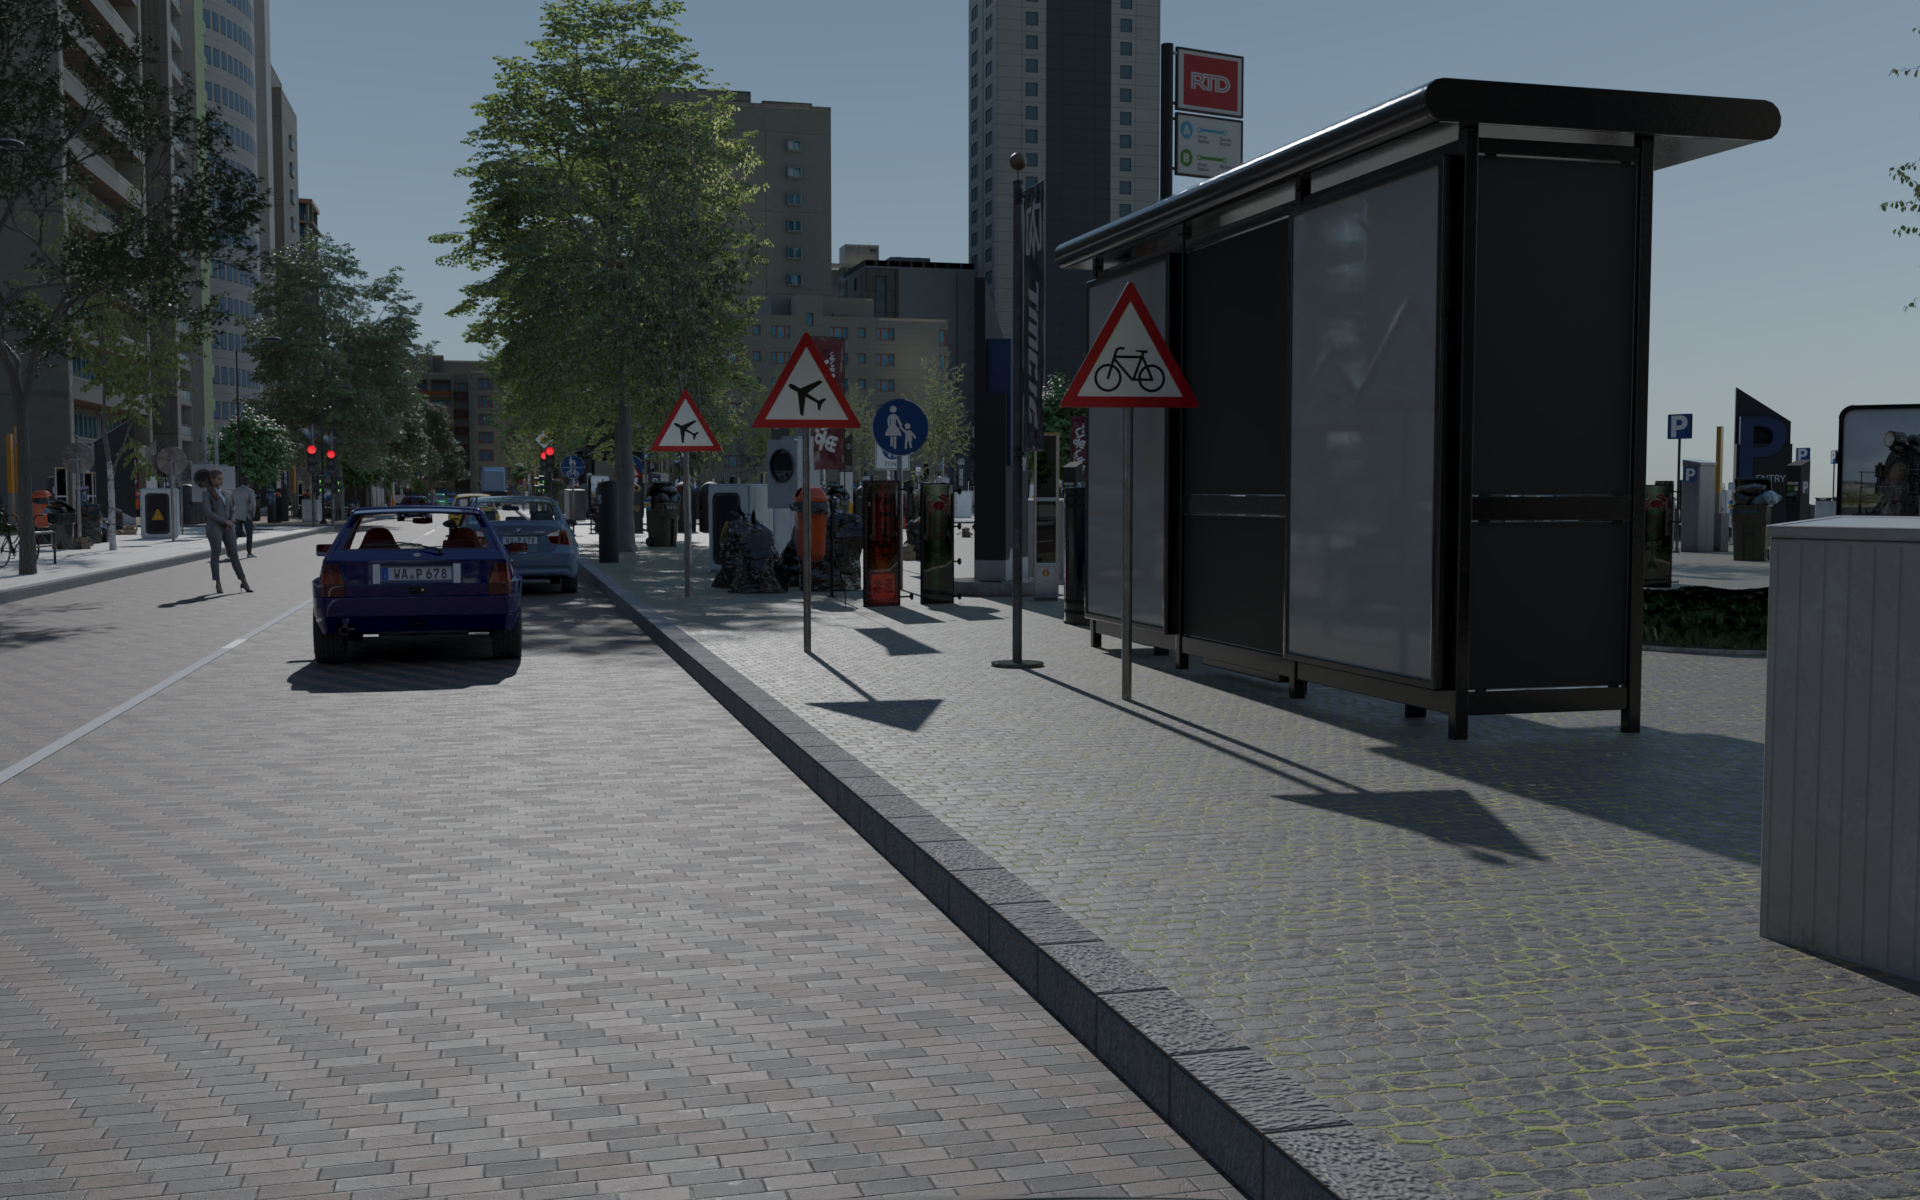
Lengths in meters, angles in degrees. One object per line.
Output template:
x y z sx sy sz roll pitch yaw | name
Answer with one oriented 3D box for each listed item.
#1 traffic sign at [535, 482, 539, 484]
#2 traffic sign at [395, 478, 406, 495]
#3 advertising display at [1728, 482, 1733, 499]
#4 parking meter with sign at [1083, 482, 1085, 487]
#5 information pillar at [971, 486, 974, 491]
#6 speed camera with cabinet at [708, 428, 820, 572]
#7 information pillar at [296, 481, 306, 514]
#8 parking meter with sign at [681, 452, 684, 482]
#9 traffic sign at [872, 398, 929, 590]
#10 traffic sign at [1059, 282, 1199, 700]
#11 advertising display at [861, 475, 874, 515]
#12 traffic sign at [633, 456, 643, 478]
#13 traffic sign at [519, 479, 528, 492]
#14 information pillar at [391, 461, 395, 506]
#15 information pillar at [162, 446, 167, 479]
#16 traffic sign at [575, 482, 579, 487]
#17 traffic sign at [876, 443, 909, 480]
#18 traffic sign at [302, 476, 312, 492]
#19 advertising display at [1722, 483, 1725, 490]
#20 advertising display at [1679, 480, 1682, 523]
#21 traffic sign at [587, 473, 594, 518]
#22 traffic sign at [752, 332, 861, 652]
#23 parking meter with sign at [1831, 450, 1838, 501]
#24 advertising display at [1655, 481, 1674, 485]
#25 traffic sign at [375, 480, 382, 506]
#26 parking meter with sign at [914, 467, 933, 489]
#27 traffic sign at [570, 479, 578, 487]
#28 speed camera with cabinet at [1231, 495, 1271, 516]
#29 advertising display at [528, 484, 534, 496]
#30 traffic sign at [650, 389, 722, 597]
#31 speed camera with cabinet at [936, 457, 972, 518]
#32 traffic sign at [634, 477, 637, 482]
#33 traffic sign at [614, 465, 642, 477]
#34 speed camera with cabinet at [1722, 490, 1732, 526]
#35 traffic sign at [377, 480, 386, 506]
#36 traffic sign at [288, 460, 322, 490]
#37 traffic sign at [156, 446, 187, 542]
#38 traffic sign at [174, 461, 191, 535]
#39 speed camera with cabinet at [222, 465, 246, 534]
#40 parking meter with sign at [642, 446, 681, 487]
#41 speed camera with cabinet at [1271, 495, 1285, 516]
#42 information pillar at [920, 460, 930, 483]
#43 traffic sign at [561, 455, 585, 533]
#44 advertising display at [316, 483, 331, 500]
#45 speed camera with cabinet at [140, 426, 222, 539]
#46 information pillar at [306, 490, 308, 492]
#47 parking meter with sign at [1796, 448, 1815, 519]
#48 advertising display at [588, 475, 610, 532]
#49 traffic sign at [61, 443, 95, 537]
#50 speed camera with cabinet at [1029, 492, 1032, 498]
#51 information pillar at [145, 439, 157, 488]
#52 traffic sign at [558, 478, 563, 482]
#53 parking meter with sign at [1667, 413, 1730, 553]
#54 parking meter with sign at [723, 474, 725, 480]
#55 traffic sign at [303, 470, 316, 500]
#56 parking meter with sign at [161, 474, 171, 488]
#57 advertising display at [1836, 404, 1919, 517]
-32.354 -8.169 133.662 0.768 2.556 0.104 -1 4 -9 | traffic sign
-43.344 -8.201 134.189 0.768 2.556 0.104 -1 4 -12 | traffic sign
42.348 -5.453 94.374 0.123 1.923 0.974 -3 5 -40 | advertising display
7.128 -5.735 90.031 1.738 3.016 0.543 2 4 23 | parking meter with sign
1.139 -9.471 159.348 0.304 2.012 0.304 0 4 6 | information pillar
-3.199 -2.065 28.095 2.038 3.252 0.660 3 4 38 | speed camera with cabinet
-36.549 -5.584 95.790 0.304 2.012 0.304 3 5 42 | information pillar
-10.901 -4.326 66.988 0.543 3.016 1.738 -1 4 -13 | parking meter with sign
-0.803 -1.412 23.188 0.768 2.556 0.104 -1 4 -9 | traffic sign
1.039 -0.656 10.733 0.884 2.594 0.081 -1 4 -10 | traffic sign
-3.103 -3.232 58.061 0.123 1.923 0.974 -1 4 -21 | advertising display
-10.796 -3.477 56.948 0.768 2.556 0.104 0 4 -6 | traffic sign
-36.623 -8.881 145.304 0.768 2.556 0.104 -1 4 -10 | traffic sign
-39.648 -7.935 121.086 0.183 3.616 0.504 -2 4 -34 | information pillar
-39.075 -5.737 85.159 0.183 3.616 0.504 -1 4 -12 | information pillar
-27.925 -7.807 127.642 0.884 2.594 0.081 -1 4 -10 | traffic sign
-1.186 -1.719 30.239 0.606 2.300 0.079 -1 4 -10 | traffic sign
-37.405 -6.082 99.553 0.768 2.556 0.104 -1 4 -8 | traffic sign
45.869 -6.078 104.582 0.974 1.923 0.123 -3 4 -38 | advertising display
32.312 -4.425 77.556 0.123 1.923 0.974 2 4 27 | advertising display
-17.808 -5.021 84.219 0.606 2.300 0.079 -1 4 -10 | traffic sign
-1.243 -0.857 14.023 0.884 2.594 0.081 -1 4 -14 | traffic sign
35.533 -4.432 68.726 1.738 3.016 0.543 0 4 7 | parking meter with sign
33.686 -4.749 82.864 0.123 1.923 0.974 -2 4 -33 | advertising display
-40.278 -7.307 119.568 0.768 2.556 0.104 -1 4 -11 | traffic sign
-2.080 -6.928 109.527 1.738 3.016 0.543 3 5 44 | parking meter with sign
-33.578 -9.224 150.924 0.768 2.556 0.104 -1 4 -9 | traffic sign
17.053 -6.532 101.129 2.038 3.252 0.660 0 4 -7 | speed camera with cabinet
-28.285 -6.668 114.230 0.123 1.923 0.974 -2 4 -28 | advertising display
-3.412 -1.321 21.604 0.884 2.594 0.081 -1 4 -9 | traffic sign
-0.396 -6.049 93.235 2.038 3.252 0.660 -2 4 -29 | speed camera with cabinet
-12.020 -3.721 62.969 0.606 2.300 0.079 -1 4 -10 | traffic sign
-10.561 -3.369 55.080 0.884 2.594 0.081 -1 4 -14 | traffic sign
30.058 -4.480 67.583 2.038 3.252 0.660 3 5 44 | speed camera with cabinet
-43.216 -7.785 129.411 0.606 2.300 0.079 0 4 -8 | traffic sign
-39.111 -6.694 103.314 2.265 3.308 0.079 -1 4 -11 | traffic sign
-20.997 -2.817 46.169 0.768 2.556 0.104 -1 4 -11 | traffic sign
-24.316 -3.178 54.098 0.606 2.300 0.079 -1 4 -11 | traffic sign
-22.678 -3.641 53.863 0.660 3.252 2.038 -3 5 -41 | speed camera with cabinet
-10.562 -3.961 61.023 0.543 3.016 1.738 1 4 16 | parking meter with sign
19.220 -6.477 100.236 0.660 3.252 2.038 -3 5 -44 | speed camera with cabinet
-2.303 -7.818 119.186 0.504 3.616 0.183 2 4 31 | information pillar
-12.639 -3.453 56.568 0.768 2.556 0.104 -1 4 -8 | traffic sign
-37.099 -5.865 101.110 0.974 1.923 0.123 -3 5 -45 | advertising display
-22.639 -3.418 50.216 2.038 3.252 0.660 -1 4 -18 | speed camera with cabinet
-44.059 -6.882 117.012 0.304 2.012 0.304 -2 4 -26 | information pillar
33.395 -4.456 69.121 1.738 3.016 0.543 2 4 28 | parking meter with sign
-12.206 -3.267 58.633 0.123 1.923 0.974 2 4 31 | advertising display
-21.860 -2.620 42.946 0.768 2.556 0.104 -1 4 -10 | traffic sign
4.737 -8.867 139.316 2.038 3.252 0.660 -1 4 -12 | speed camera with cabinet
-34.581 -5.062 74.117 0.183 3.616 0.504 2 4 32 | information pillar
-31.647 -8.342 136.496 0.768 2.556 0.104 0 4 -7 | traffic sign
16.302 -2.562 38.144 1.738 3.016 0.543 -2 4 -35 | parking meter with sign
-20.901 -9.243 147.377 1.738 3.016 0.543 0 4 -2 | parking meter with sign
-33.585 -5.473 89.585 0.768 2.556 0.104 -1 4 -9 | traffic sign
-37.500 -5.242 81.968 0.543 3.016 1.738 -1 4 -20 | parking meter with sign
6.805 -0.439 12.390 0.974 1.923 0.123 2 4 30 | advertising display
